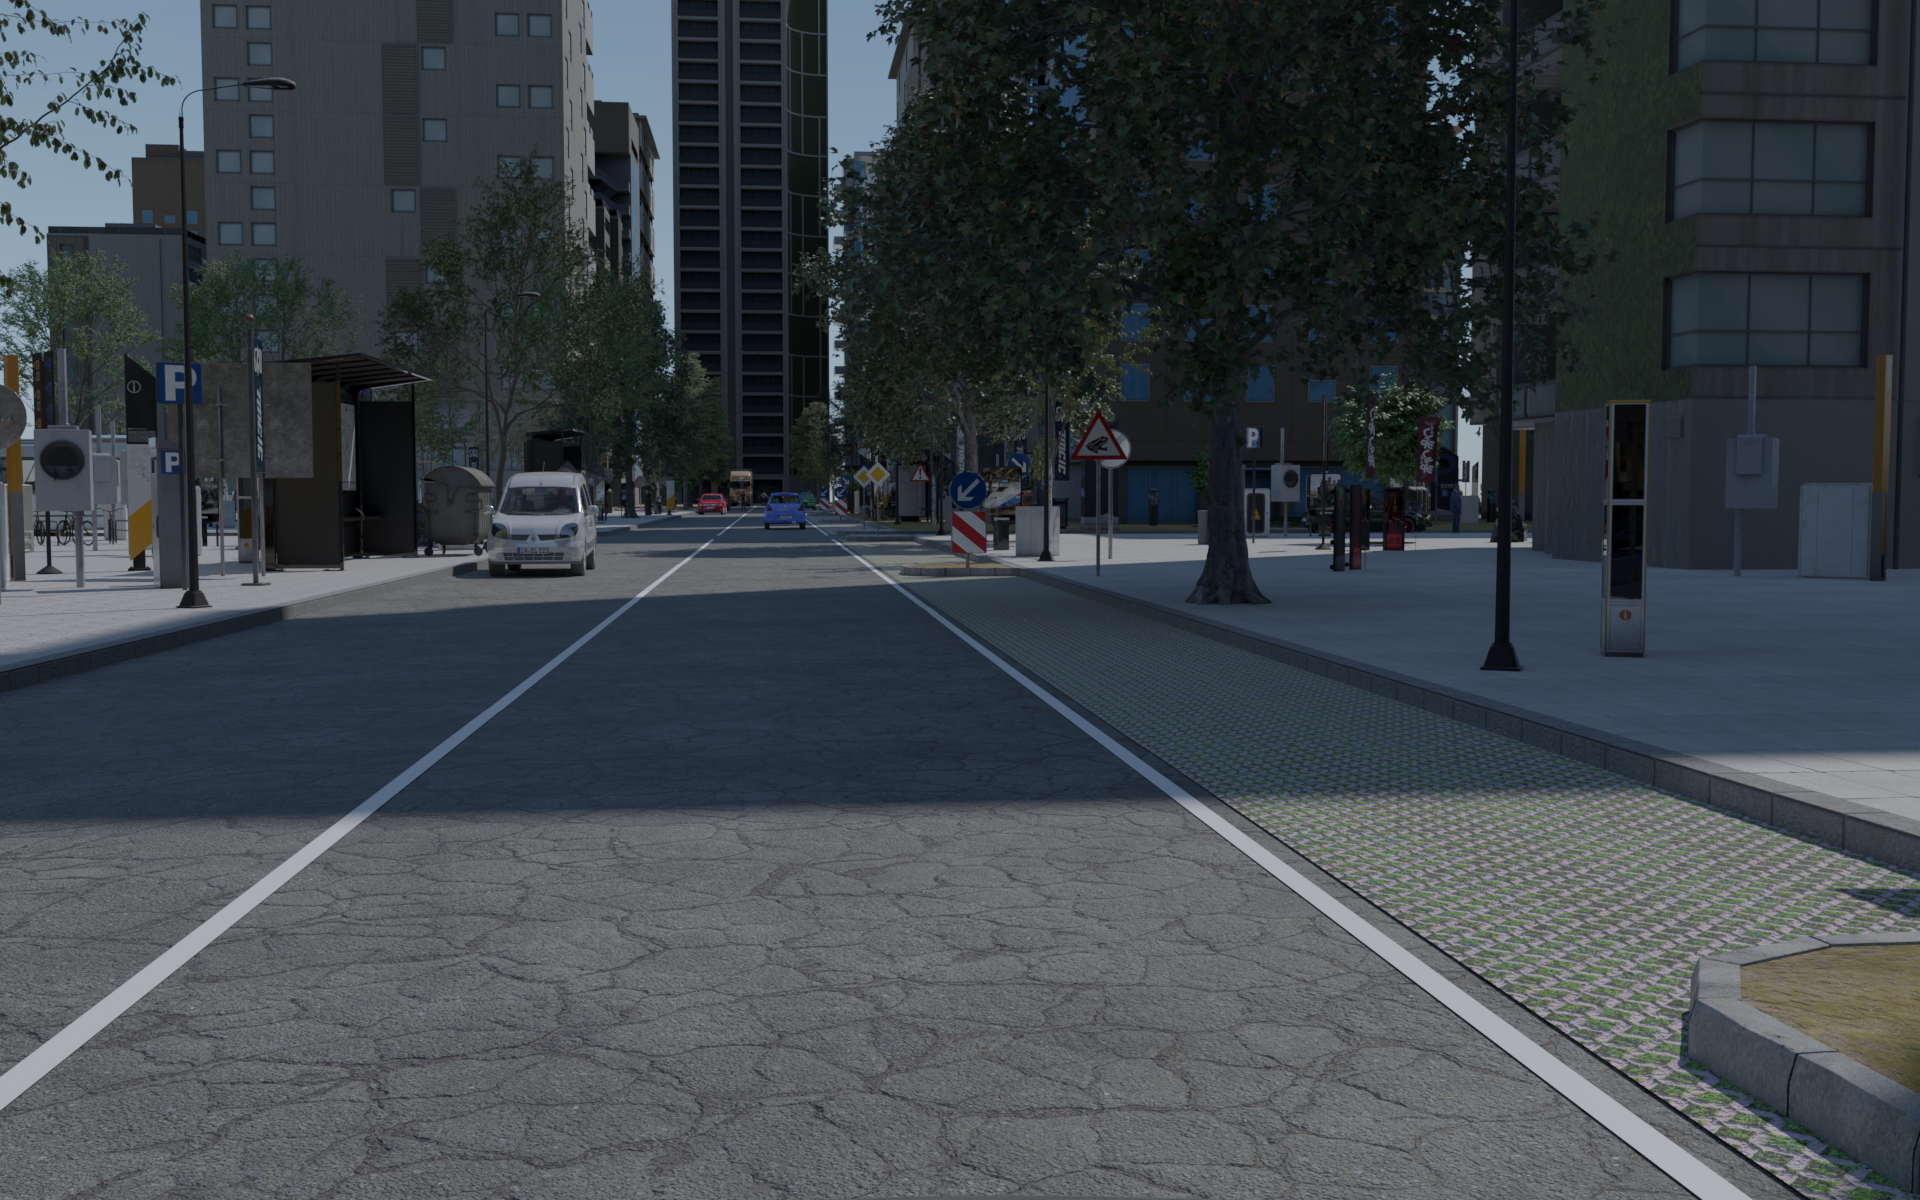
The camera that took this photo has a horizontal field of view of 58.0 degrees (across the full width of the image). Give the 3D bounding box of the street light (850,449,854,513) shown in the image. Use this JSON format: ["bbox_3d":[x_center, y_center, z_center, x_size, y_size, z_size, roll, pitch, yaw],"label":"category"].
[{"bbox_3d":[-5.297,-7.378,93.179,1.470,5.913,1.316,0,4,-6],"label":"street light"}]

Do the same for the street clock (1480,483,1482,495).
[{"bbox_3d":[35.672,-6.953,118.257,0.358,2.002,0.471,0,4,3],"label":"street clock"}]

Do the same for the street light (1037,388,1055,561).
[{"bbox_3d":[1.120,-3.699,33.019,1.470,5.913,1.316,0,4,-6],"label":"street light"}]

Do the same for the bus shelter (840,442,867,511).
[{"bbox_3d":[-7.900,-9.340,130.344,2.179,5.291,8.768,0,4,-6],"label":"bus shelter"}]

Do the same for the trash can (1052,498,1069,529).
[{"bbox_3d":[3.678,-3.196,63.906,0.748,1.137,0.748,0,3,0],"label":"trash can"}]

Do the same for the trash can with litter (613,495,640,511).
[{"bbox_3d":[-25.717,-7.477,133.306,2.233,1.210,1.678,0,4,6],"label":"trash can with litter"}]

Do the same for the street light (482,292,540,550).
[{"bbox_3d":[-10.353,-4.122,39.928,1.470,5.913,1.316,0,4,-6],"label":"street light"}]

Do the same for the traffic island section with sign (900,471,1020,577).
[{"bbox_3d":[-0.043,-1.357,30.816,1.989,1.847,2.006,0,4,-6],"label":"traffic island section with sign"}]

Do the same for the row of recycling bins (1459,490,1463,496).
[{"bbox_3d":[38.134,-7.834,135.200,1.069,1.692,3.534,-1,4,-12],"label":"row of recycling bins"}]

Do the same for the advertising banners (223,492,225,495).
[{"bbox_3d":[-49.840,-7.308,115.673,0.090,3.025,2.074,1,4,18],"label":"advertising banners"}]

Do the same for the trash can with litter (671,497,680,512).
[{"bbox_3d":[-20.719,-7.020,126.170,0.624,1.170,1.055,-3,5,-40],"label":"trash can with litter"}]

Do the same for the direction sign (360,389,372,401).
[{"bbox_3d":[-12.318,-2.678,35.777,0.379,3.537,0.876,-3,5,-43],"label":"direction sign"}]

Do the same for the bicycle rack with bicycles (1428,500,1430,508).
[{"bbox_3d":[31.122,-6.275,115.971,2.925,0.926,2.852,-1,4,-19],"label":"bicycle rack with bicycles"}]

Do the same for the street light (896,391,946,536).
[{"bbox_3d":[-1.116,-4.952,53.508,1.470,5.913,1.316,0,4,-6],"label":"street light"}]

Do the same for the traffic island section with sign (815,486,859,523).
[{"bbox_3d":[-6.043,-4.725,85.876,1.989,1.847,2.006,0,4,-6],"label":"traffic island section with sign"}]

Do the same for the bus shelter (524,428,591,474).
[{"bbox_3d":[-14.878,-4.466,64.296,1.731,3.624,6.357,0,4,-6],"label":"bus shelter"}]

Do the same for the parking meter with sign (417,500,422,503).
[{"bbox_3d":[-40.918,-8.134,129.246,0.543,3.016,1.738,2,4,27],"label":"parking meter with sign"}]

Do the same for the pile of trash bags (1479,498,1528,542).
[{"bbox_3d":[15.761,-2.209,45.871,3.447,1.369,1.912,3,5,39],"label":"pile of trash bags"}]

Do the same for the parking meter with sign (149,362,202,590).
[{"bbox_3d":[-10.796,-1.680,23.734,0.543,3.016,1.738,-2,4,-33],"label":"parking meter with sign"}]

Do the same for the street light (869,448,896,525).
[{"bbox_3d":[-3.169,-6.125,72.678,1.470,5.913,1.316,0,4,-6],"label":"street light"}]

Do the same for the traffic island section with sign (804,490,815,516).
[{"bbox_3d":[-8.987,-6.379,112.920,1.989,1.847,2.006,0,4,-6],"label":"traffic island section with sign"}]

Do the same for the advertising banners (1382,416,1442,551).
[{"bbox_3d":[9.814,-2.633,39.237,2.074,3.025,0.090,1,4,13],"label":"advertising banners"}]

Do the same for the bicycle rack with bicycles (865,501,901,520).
[{"bbox_3d":[-3.245,-4.382,85.033,2.852,0.926,2.925,-1,4,-19],"label":"bicycle rack with bicycles"}]

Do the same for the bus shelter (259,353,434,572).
[{"bbox_3d":[-11.120,-2.478,31.797,1.731,3.624,6.357,0,4,-6],"label":"bus shelter"}]

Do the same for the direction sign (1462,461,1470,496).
[{"bbox_3d":[34.193,-7.650,117.072,0.876,3.537,0.379,-3,5,-41],"label":"direction sign"}]

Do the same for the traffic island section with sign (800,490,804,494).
[{"bbox_3d":[-14.416,-9.425,162.729,1.989,1.847,2.006,0,4,-6],"label":"traffic island section with sign"}]

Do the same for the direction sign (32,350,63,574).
[{"bbox_3d":[-14.614,-2.183,27.693,0.876,3.537,0.379,3,5,44],"label":"direction sign"}]

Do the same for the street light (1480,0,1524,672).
[{"bbox_3d":[3.428,-2.441,12.452,1.470,5.913,1.316,0,4,-6],"label":"street light"}]

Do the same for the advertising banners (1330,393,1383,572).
[{"bbox_3d":[6.692,-2.024,29.286,0.090,3.025,2.074,2,4,33],"label":"advertising banners"}]

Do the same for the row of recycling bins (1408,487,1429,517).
[{"bbox_3d":[25.373,-5.457,96.330,1.069,1.692,3.534,2,4,27],"label":"row of recycling bins"}]

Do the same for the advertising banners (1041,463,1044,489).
[{"bbox_3d":[5.287,-6.297,99.137,2.074,3.025,0.090,-3,5,-44],"label":"advertising banners"}]

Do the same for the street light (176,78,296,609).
[{"bbox_3d":[-8.113,-2.868,19.439,1.470,5.913,1.316,0,4,-6],"label":"street light"}]

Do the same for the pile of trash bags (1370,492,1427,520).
[{"bbox_3d":[16.964,-3.597,68.568,3.447,1.369,1.912,-3,5,-41],"label":"pile of trash bags"}]

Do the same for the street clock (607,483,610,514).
[{"bbox_3d":[-22.579,-6.483,110.564,0.471,2.002,0.358,-1,4,-19],"label":"street clock"}]

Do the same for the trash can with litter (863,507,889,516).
[{"bbox_3d":[-4.542,-5.511,101.162,2.233,1.210,1.678,0,4,-3],"label":"trash can with litter"}]

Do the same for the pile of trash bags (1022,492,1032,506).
[{"bbox_3d":[2.180,-3.969,74.645,1.912,1.369,3.447,-2,4,-25],"label":"pile of trash bags"}]

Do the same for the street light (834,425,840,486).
[{"bbox_3d":[-7.680,-8.689,114.611,1.470,5.913,1.316,0,4,-6],"label":"street light"}]

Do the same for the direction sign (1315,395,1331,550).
[{"bbox_3d":[8.387,-2.930,39.899,0.379,3.537,0.876,1,4,17],"label":"direction sign"}]

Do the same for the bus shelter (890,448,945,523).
[{"bbox_3d":[-1.950,-5.156,78.231,2.014,3.302,5.546,0,4,-6],"label":"bus shelter"}]

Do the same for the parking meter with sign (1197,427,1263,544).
[{"bbox_3d":[6.939,-2.960,44.650,1.738,3.016,0.543,-2,4,-31],"label":"parking meter with sign"}]

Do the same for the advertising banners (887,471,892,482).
[{"bbox_3d":[-4.627,-8.235,130.821,2.074,3.025,0.090,0,4,-6],"label":"advertising banners"}]

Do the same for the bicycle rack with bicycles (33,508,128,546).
[{"bbox_3d":[-22.216,-1.866,43.889,2.852,0.926,2.925,-3,4,-39],"label":"bicycle rack with bicycles"}]

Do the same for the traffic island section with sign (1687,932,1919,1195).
[{"bbox_3d":[2.877,0.282,4.019,1.989,1.847,2.006,0,4,-6],"label":"traffic island section with sign"}]

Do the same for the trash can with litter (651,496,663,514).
[{"bbox_3d":[-19.242,-5.964,108.904,1.055,1.170,0.624,1,4,9],"label":"trash can with litter"}]

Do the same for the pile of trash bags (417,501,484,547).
[{"bbox_3d":[-12.957,-2.079,43.749,1.912,1.369,3.447,0,4,-5],"label":"pile of trash bags"}]

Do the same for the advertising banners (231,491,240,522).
[{"bbox_3d":[-32.430,-4.995,77.849,0.090,3.025,2.074,-3,5,-39],"label":"advertising banners"}]

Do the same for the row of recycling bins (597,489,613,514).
[{"bbox_3d":[-23.906,-6.568,114.496,1.069,1.692,3.534,0,4,8],"label":"row of recycling bins"}]
